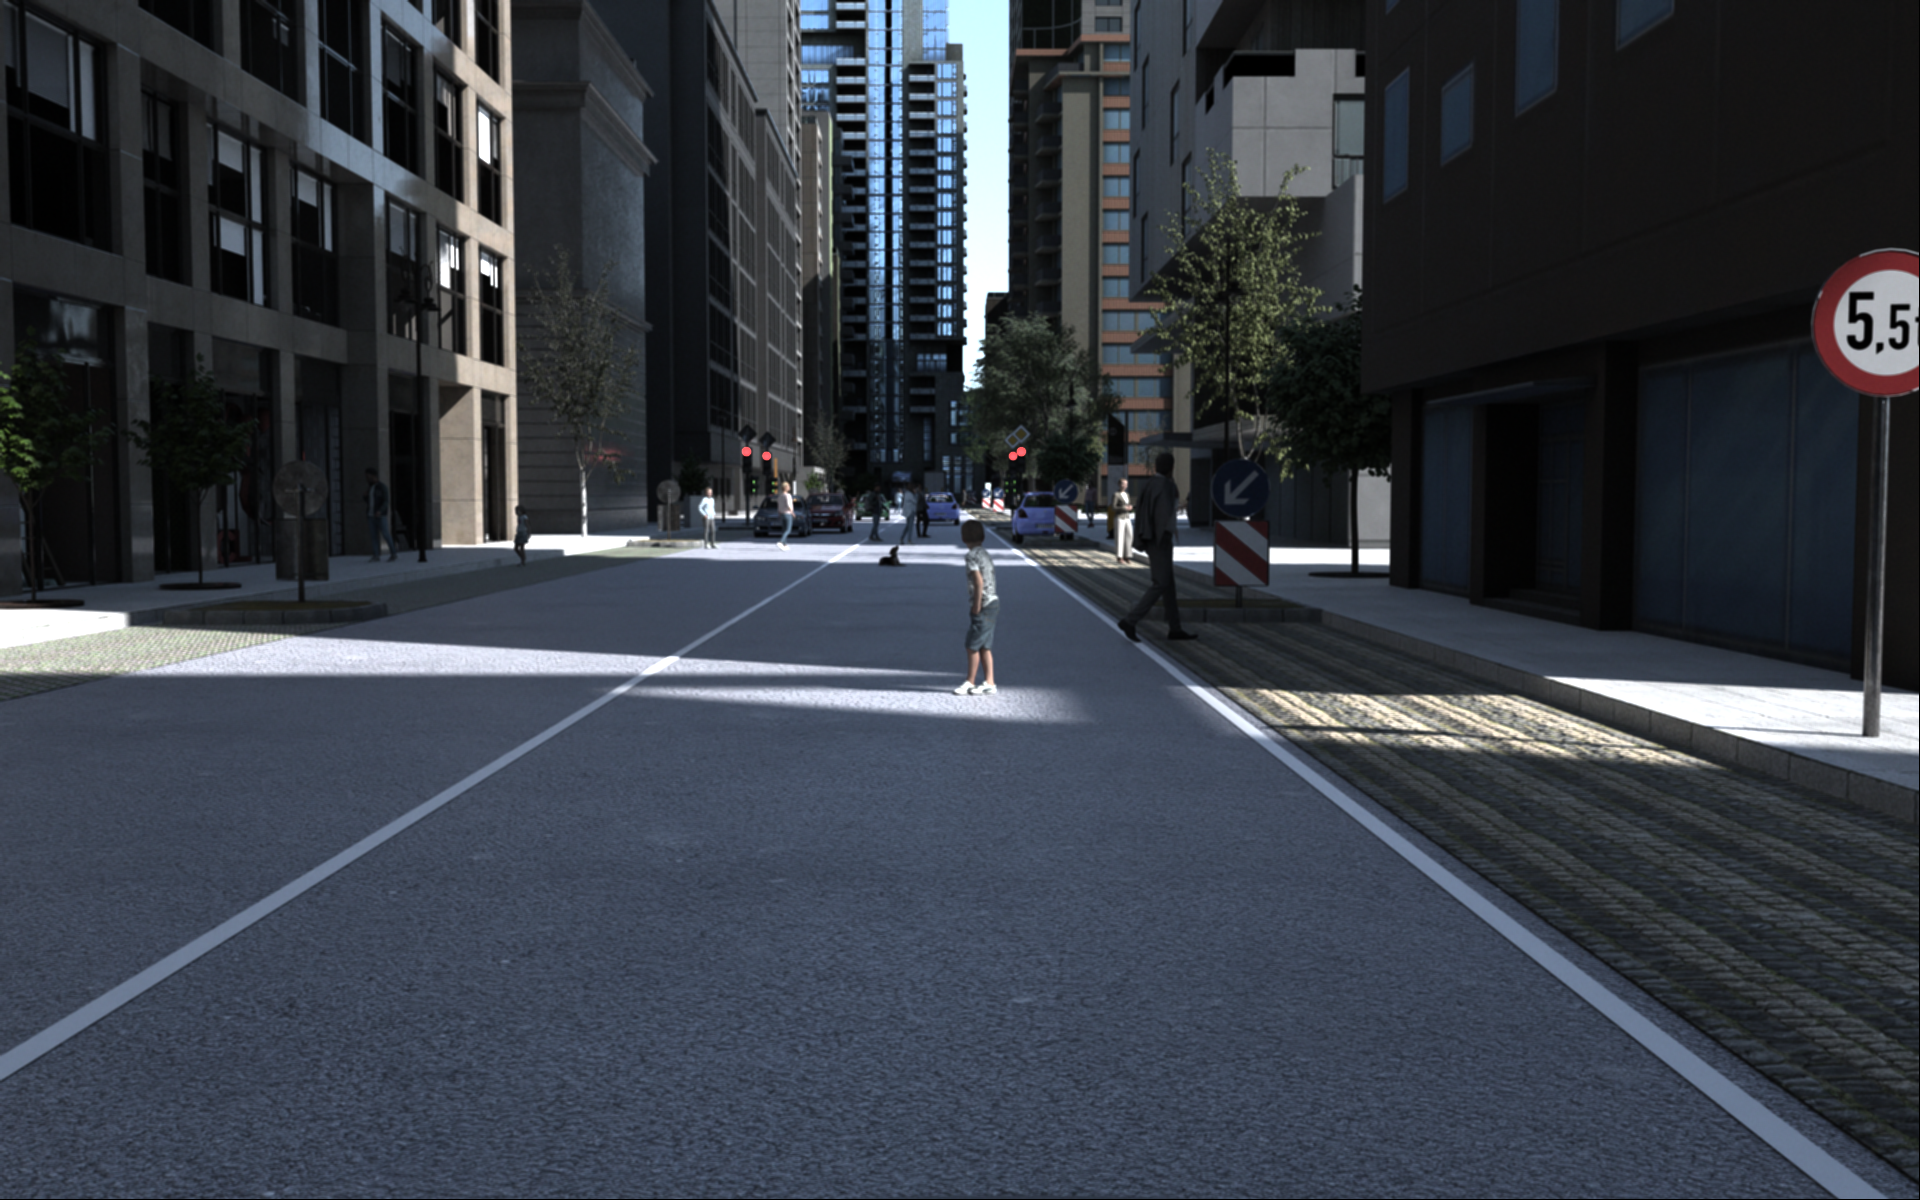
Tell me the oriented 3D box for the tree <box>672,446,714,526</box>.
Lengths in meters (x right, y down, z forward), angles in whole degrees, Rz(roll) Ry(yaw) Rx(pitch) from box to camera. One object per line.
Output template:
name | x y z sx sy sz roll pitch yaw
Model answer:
tree | -10.952 -4.607 69.933 1.663 3.219 1.824 0 3 0

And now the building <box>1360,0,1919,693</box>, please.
building | 12.673 -22.403 16.408 14.600 45.320 14.200 0 4 -1

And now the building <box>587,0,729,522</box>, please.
building | -18.664 -18.101 89.451 14.314 27.812 24.014 0 4 -1

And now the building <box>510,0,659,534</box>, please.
building | -23.683 -13.405 60.980 24.055 21.916 13.314 0 4 -1

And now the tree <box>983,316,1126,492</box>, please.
tree | 5.021 -9.511 89.917 8.767 10.594 7.601 2 4 35

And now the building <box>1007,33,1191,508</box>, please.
building | 15.944 -31.538 170.273 22.147 44.769 28.867 0 4 -1

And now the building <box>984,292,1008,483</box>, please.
building | 10.531 -28.923 244.590 14.107 30.474 14.160 0 4 -1

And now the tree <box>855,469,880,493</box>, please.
tree | -12.324 -15.091 230.444 4.285 4.588 4.351 0 3 0

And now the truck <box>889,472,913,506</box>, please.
truck | -6.831 -13.692 213.620 2.967 4.110 18.799 0 4 1

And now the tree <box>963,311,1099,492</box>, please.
tree | 5.086 -13.041 119.872 9.857 13.997 8.962 0 3 0

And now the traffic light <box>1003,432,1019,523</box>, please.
traffic light | 2.351 -5.432 77.731 0.839 4.253 0.868 0 4 -1

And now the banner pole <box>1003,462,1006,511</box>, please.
banner pole | 3.342 -8.774 133.474 0.401 3.779 0.863 0 4 -3

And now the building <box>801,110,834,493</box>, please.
building | -20.627 -30.349 179.802 14.154 41.232 14.086 0 4 -1

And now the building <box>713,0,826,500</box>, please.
building | -23.209 -44.238 161.543 20.563 71.187 20.611 0 4 -1

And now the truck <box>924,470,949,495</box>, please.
truck | -2.922 -13.529 210.118 2.839 4.237 11.283 0 4 1

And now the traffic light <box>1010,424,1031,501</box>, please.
traffic light | 2.438 -4.943 69.746 0.839 4.253 0.868 0 4 -1

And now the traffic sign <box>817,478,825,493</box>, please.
traffic sign | -10.956 -8.292 135.680 0.768 2.556 0.104 1 4 9

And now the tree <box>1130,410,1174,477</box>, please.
tree | 16.916 -12.254 150.709 4.360 8.622 3.978 0 3 0

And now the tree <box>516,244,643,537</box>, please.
tree | -11.106 -6.143 50.794 4.360 8.622 3.978 0 3 0

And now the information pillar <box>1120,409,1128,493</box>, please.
information pillar | 4.630 -3.477 48.206 0.183 3.616 0.504 0 4 5

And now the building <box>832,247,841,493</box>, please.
building | -20.844 -25.842 194.213 14.160 30.474 14.107 0 4 -1

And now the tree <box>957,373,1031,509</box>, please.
tree | 3.617 -13.558 147.430 9.928 11.665 9.643 0 3 0

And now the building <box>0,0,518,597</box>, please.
building | -21.609 -13.790 29.987 19.350 26.468 34.151 0 4 -1

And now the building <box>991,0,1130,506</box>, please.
building | 14.449 -47.596 216.450 20.563 71.187 20.611 0 4 -1

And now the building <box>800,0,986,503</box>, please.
building | -12.063 -57.111 246.438 31.000 86.520 22.319 0 4 -1

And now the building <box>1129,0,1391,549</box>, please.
building | 20.012 -28.345 52.682 28.713 52.752 27.495 0 4 -1

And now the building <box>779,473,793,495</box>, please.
building | -21.277 -16.330 134.451 16.820 18.784 16.811 0 4 -1

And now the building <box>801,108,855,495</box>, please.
building | -28.567 -36.410 214.904 30.456 49.044 23.786 0 4 -1

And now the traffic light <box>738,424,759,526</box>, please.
traffic light | -8.523 -4.935 69.611 0.839 4.253 0.868 0 4 -1

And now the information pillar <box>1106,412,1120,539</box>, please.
information pillar | 4.427 -3.544 49.292 0.504 3.616 0.183 1 4 13

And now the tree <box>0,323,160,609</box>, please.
tree | -10.429 -1.534 19.683 1.663 3.219 1.824 0 3 0

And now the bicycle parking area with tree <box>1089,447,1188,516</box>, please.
bicycle parking area with tree | 12.790 -7.172 104.261 9.016 4.147 8.231 -1 4 -11

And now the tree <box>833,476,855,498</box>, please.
tree | -12.376 -11.407 181.099 1.663 3.219 1.824 0 3 0

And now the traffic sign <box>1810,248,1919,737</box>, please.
traffic sign | 4.823 -0.550 9.091 0.768 2.556 0.104 0 4 5

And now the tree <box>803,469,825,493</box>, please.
tree | -11.094 -8.395 131.862 1.663 3.219 1.824 0 3 0

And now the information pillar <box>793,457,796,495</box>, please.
information pillar | -10.522 -7.261 110.069 0.183 3.616 0.504 0 4 4

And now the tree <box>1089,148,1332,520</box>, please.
tree | 5.982 -5.275 36.608 4.737 8.622 4.395 0 3 0

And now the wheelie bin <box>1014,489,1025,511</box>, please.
wheelie bin | 3.734 -6.113 107.854 0.693 1.594 0.980 0 4 -5

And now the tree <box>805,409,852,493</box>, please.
tree | -11.427 -12.173 149.396 4.360 8.622 3.978 0 3 0

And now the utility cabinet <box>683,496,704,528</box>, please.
utility cabinet | -10.171 -3.367 66.216 0.306 1.237 1.020 2 4 24

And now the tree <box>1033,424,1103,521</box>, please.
tree | 5.060 -5.993 81.694 4.285 4.588 4.351 0 3 0

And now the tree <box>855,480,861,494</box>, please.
tree | -12.506 -12.783 203.605 1.663 3.219 1.824 0 3 0

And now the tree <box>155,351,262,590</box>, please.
tree | -10.233 -1.766 23.481 1.663 3.219 1.824 0 3 0

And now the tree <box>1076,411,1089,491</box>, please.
tree | 9.783 -11.232 134.001 4.737 8.622 4.395 0 3 0

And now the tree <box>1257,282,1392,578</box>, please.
tree | 6.233 -2.655 27.127 4.285 4.588 4.351 0 3 0

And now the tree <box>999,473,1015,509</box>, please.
tree | 4.430 -9.737 153.794 1.663 3.219 1.824 0 3 0

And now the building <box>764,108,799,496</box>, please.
building | -18.647 -19.587 113.753 14.314 27.812 24.014 0 4 -1
